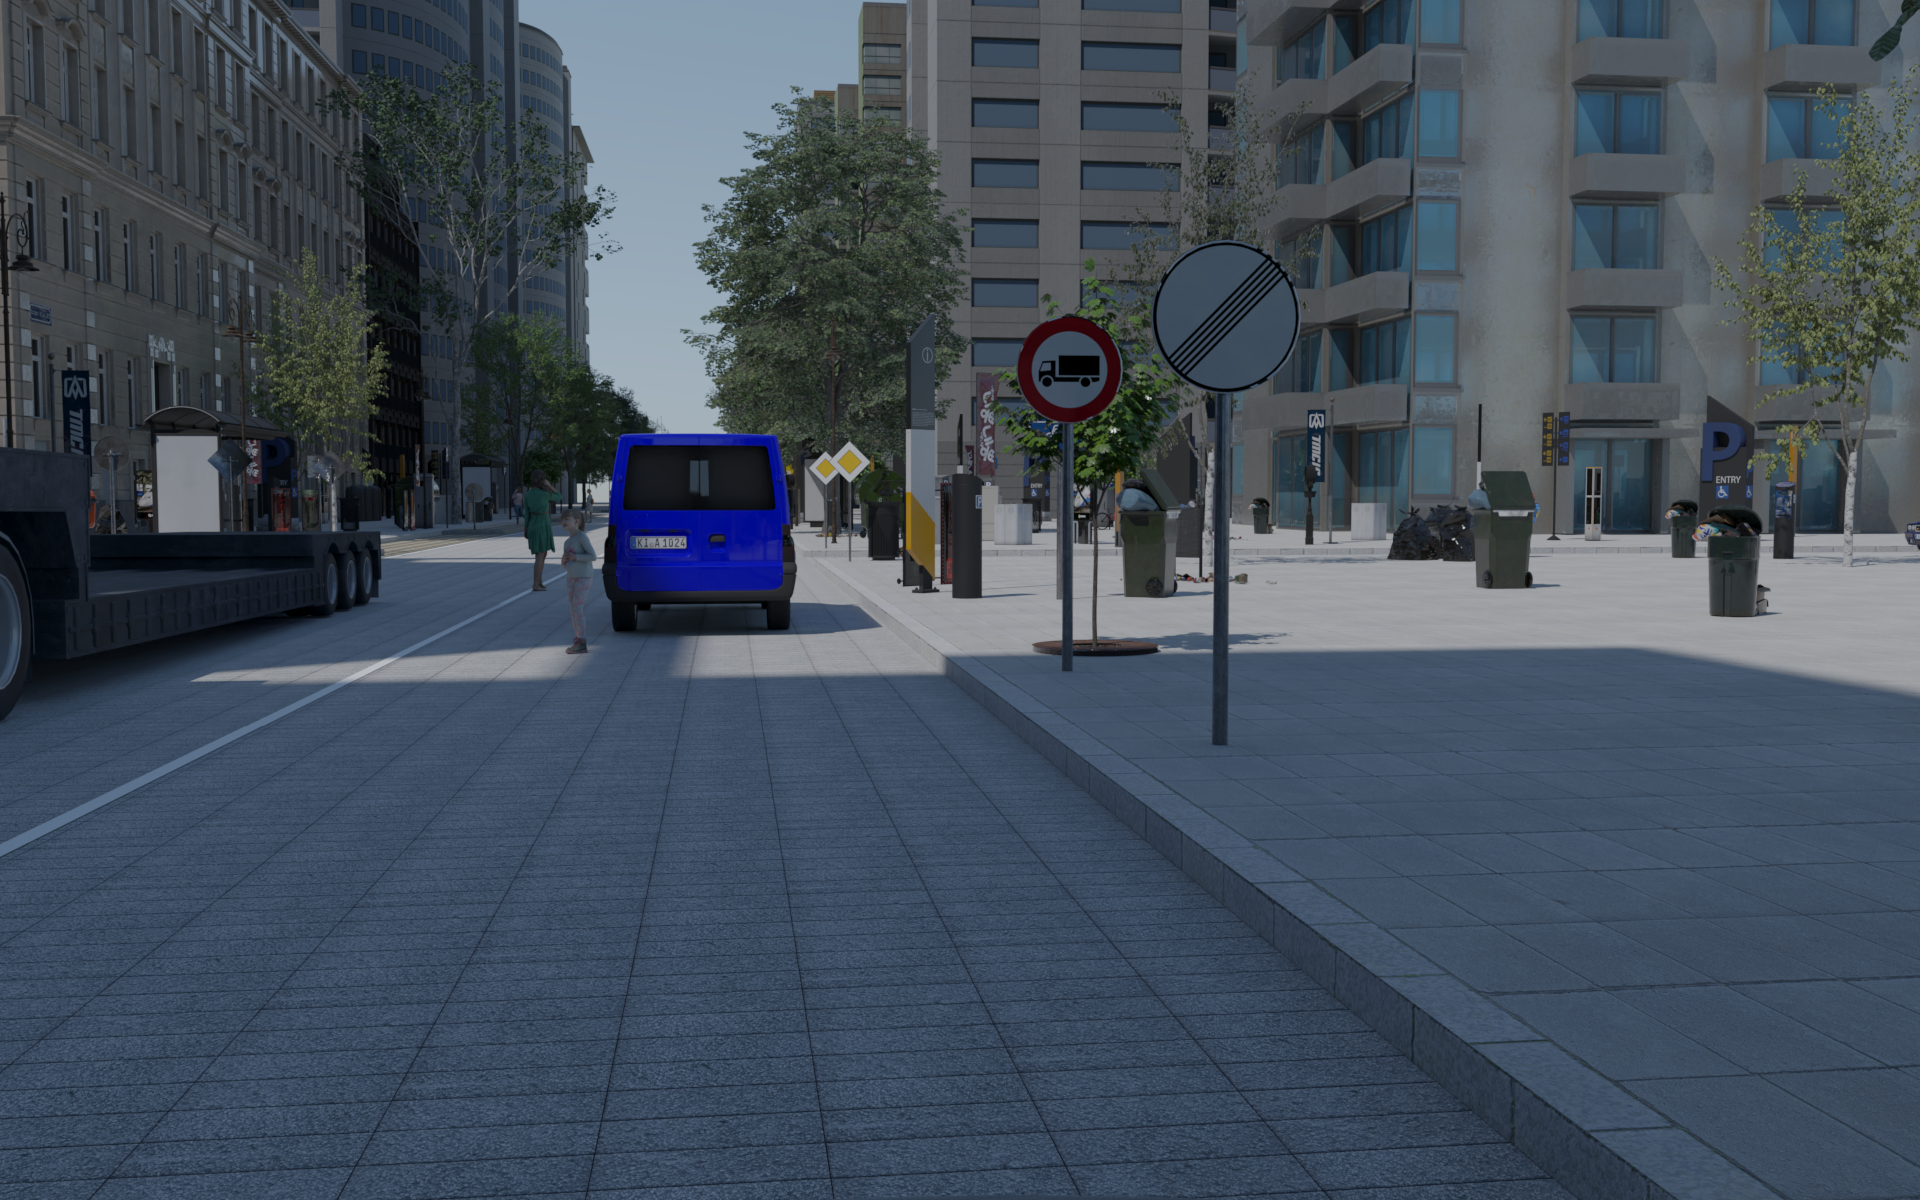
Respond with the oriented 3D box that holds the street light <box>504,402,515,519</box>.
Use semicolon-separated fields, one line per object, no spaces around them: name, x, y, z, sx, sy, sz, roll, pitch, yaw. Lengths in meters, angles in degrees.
street light;-22.712;-7.004;87.297;0.468;5.910;1.993;0;4;-8

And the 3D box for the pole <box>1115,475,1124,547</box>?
pole;3.835;-2.922;41.611;0.158;3.312;0.155;0;3;0

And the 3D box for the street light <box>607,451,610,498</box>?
street light;-32.786;-11.565;161.873;0.468;5.910;1.993;0;4;-8

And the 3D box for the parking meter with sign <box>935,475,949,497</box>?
parking meter with sign;-0.817;-4.483;69.566;1.738;3.016;0.543;3;5;44

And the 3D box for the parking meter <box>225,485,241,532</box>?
parking meter;-19.548;-2.336;46.603;0.372;1.533;0.369;0;3;0

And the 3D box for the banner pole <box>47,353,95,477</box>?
banner pole;-15.853;-2.494;30.788;0.863;3.779;0.401;-1;4;-10

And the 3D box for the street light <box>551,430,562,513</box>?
street light;-25.866;-8.420;110.451;0.468;5.910;1.993;0;4;-8

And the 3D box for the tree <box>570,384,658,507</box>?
tree;-35.421;-15.931;177.476;9.611;12.733;9.660;0;3;0

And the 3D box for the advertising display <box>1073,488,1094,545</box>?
advertising display;3.162;-2.395;44.376;0.123;1.923;0.974;-2;4;-24

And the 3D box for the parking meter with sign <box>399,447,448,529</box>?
parking meter with sign;-19.999;-4.179;64.586;1.738;3.016;0.543;-1;4;-9

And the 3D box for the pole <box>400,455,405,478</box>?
pole;-29.578;-5.993;91.824;0.158;3.312;0.155;0;3;0

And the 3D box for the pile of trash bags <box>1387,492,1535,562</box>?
pile of trash bags;10.166;-1.495;34.192;3.447;1.369;1.912;-2;4;-35

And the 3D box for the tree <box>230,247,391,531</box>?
tree;-18.716;-6.182;51.438;4.737;8.622;4.395;0;3;0

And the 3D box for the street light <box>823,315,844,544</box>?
street light;-3.268;-4.406;44.819;0.468;5.910;1.993;0;4;-8

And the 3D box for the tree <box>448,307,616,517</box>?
tree;-24.688;-10.472;96.973;9.928;11.665;9.643;0;3;0

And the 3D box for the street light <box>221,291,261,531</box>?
street light;-16.357;-4.082;39.529;0.468;5.910;1.993;0;4;-8

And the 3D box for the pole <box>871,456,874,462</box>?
pole;-4.664;-6.018;92.241;0.158;3.312;0.155;0;3;0

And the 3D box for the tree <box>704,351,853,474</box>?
tree;-10.772;-11.540;105.687;9.611;12.733;9.660;0;3;0

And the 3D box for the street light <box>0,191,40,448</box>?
street light;-14.638;-3.294;26.640;0.468;5.910;1.993;0;4;-8

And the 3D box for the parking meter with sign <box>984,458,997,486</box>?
parking meter with sign;1.376;-5.261;82.278;0.543;3.016;1.738;1;4;10

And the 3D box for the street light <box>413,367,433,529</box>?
street light;-19.580;-5.533;63.249;0.468;5.910;1.993;0;4;-8

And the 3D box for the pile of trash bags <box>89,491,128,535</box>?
pile of trash bags;-20.953;-1.942;41.509;1.912;1.369;3.447;-2;4;-26

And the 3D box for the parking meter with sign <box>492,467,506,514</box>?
parking meter with sign;-30.236;-7.075;111.936;1.738;3.016;0.543;0;4;5

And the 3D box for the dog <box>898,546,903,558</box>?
dog;-1.377;-1.012;35.840;0.540;0.507;0.406;-1;4;-12

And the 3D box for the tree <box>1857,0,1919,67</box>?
tree;3.211;-1.180;3.008;4.285;4.588;4.351;0;3;0

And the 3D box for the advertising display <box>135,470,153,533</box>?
advertising display;-21.590;-2.524;46.483;0.974;1.923;0.123;-1;4;-13

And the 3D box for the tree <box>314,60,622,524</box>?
tree;-20.569;-13.343;74.045;12.611;20.169;13.585;0;3;0

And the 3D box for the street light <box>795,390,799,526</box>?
street light;-6.475;-5.854;68.495;0.468;5.910;1.993;0;4;-8

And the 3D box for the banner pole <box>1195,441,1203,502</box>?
banner pole;11.243;-5.651;82.407;0.863;3.779;0.401;0;4;-7

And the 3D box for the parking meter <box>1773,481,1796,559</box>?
parking meter;16.296;-1.579;34.235;0.372;1.533;0.369;0;3;0

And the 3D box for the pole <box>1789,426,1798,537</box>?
pole;24.926;-3.548;51.847;0.158;3.312;0.155;0;3;0

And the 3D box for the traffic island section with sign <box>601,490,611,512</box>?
traffic island section with sign;-27.564;-7.913;138.009;1.989;1.847;2.006;0;4;-8

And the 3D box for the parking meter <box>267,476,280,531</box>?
parking meter;-22.853;-3.180;57.701;0.255;1.863;0.399;1;4;11

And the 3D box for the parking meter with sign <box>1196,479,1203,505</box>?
parking meter with sign;12.027;-5.626;88.242;1.738;3.016;0.543;0;4;8

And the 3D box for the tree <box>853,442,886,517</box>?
tree;-5.526;-7.051;99.003;4.285;4.588;4.351;0;3;0

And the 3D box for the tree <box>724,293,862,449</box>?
tree;-7.998;-9.759;85.308;9.928;11.665;9.643;0;3;0

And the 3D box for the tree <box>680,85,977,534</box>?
tree;-4.046;-9.113;55.649;9.857;13.997;8.962;0;3;0

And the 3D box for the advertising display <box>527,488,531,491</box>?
advertising display;-26.729;-6.345;108.957;0.974;1.923;0.123;-3;5;-41

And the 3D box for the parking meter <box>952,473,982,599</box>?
parking meter;0.087;-0.790;21.328;0.372;1.533;0.369;0;3;0

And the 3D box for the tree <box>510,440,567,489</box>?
tree;-25.494;-7.400;104.709;4.285;4.588;4.351;0;3;0

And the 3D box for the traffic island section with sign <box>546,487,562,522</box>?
traffic island section with sign;-20.895;-4.879;88.395;1.989;1.847;2.006;0;4;-8

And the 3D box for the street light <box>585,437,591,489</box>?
street light;-29.706;-10.148;138.708;0.468;5.910;1.993;0;4;-8

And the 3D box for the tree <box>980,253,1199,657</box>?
tree;0.971;-1.193;14.109;1.663;3.219;1.824;0;3;0

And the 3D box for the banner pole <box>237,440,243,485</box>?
banner pole;-22.935;-3.998;55.387;0.863;3.779;0.401;3;5;40

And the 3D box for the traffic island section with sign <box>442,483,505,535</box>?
traffic island section with sign;-17.294;-3.245;61.681;1.989;1.847;2.006;0;4;-8

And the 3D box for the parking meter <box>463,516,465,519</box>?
parking meter;-25.891;-4.984;89.903;0.372;1.533;0.369;0;3;0

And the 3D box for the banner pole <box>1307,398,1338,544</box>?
banner pole;9.424;-3.366;45.054;0.863;3.779;0.401;1;4;14

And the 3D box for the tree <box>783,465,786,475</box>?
tree;-10.275;-6.196;95.910;1.663;3.219;1.824;0;3;0

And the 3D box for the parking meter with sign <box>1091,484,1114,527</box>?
parking meter with sign;5.594;-4.321;66.906;0.543;3.016;1.738;-3;4;-38
